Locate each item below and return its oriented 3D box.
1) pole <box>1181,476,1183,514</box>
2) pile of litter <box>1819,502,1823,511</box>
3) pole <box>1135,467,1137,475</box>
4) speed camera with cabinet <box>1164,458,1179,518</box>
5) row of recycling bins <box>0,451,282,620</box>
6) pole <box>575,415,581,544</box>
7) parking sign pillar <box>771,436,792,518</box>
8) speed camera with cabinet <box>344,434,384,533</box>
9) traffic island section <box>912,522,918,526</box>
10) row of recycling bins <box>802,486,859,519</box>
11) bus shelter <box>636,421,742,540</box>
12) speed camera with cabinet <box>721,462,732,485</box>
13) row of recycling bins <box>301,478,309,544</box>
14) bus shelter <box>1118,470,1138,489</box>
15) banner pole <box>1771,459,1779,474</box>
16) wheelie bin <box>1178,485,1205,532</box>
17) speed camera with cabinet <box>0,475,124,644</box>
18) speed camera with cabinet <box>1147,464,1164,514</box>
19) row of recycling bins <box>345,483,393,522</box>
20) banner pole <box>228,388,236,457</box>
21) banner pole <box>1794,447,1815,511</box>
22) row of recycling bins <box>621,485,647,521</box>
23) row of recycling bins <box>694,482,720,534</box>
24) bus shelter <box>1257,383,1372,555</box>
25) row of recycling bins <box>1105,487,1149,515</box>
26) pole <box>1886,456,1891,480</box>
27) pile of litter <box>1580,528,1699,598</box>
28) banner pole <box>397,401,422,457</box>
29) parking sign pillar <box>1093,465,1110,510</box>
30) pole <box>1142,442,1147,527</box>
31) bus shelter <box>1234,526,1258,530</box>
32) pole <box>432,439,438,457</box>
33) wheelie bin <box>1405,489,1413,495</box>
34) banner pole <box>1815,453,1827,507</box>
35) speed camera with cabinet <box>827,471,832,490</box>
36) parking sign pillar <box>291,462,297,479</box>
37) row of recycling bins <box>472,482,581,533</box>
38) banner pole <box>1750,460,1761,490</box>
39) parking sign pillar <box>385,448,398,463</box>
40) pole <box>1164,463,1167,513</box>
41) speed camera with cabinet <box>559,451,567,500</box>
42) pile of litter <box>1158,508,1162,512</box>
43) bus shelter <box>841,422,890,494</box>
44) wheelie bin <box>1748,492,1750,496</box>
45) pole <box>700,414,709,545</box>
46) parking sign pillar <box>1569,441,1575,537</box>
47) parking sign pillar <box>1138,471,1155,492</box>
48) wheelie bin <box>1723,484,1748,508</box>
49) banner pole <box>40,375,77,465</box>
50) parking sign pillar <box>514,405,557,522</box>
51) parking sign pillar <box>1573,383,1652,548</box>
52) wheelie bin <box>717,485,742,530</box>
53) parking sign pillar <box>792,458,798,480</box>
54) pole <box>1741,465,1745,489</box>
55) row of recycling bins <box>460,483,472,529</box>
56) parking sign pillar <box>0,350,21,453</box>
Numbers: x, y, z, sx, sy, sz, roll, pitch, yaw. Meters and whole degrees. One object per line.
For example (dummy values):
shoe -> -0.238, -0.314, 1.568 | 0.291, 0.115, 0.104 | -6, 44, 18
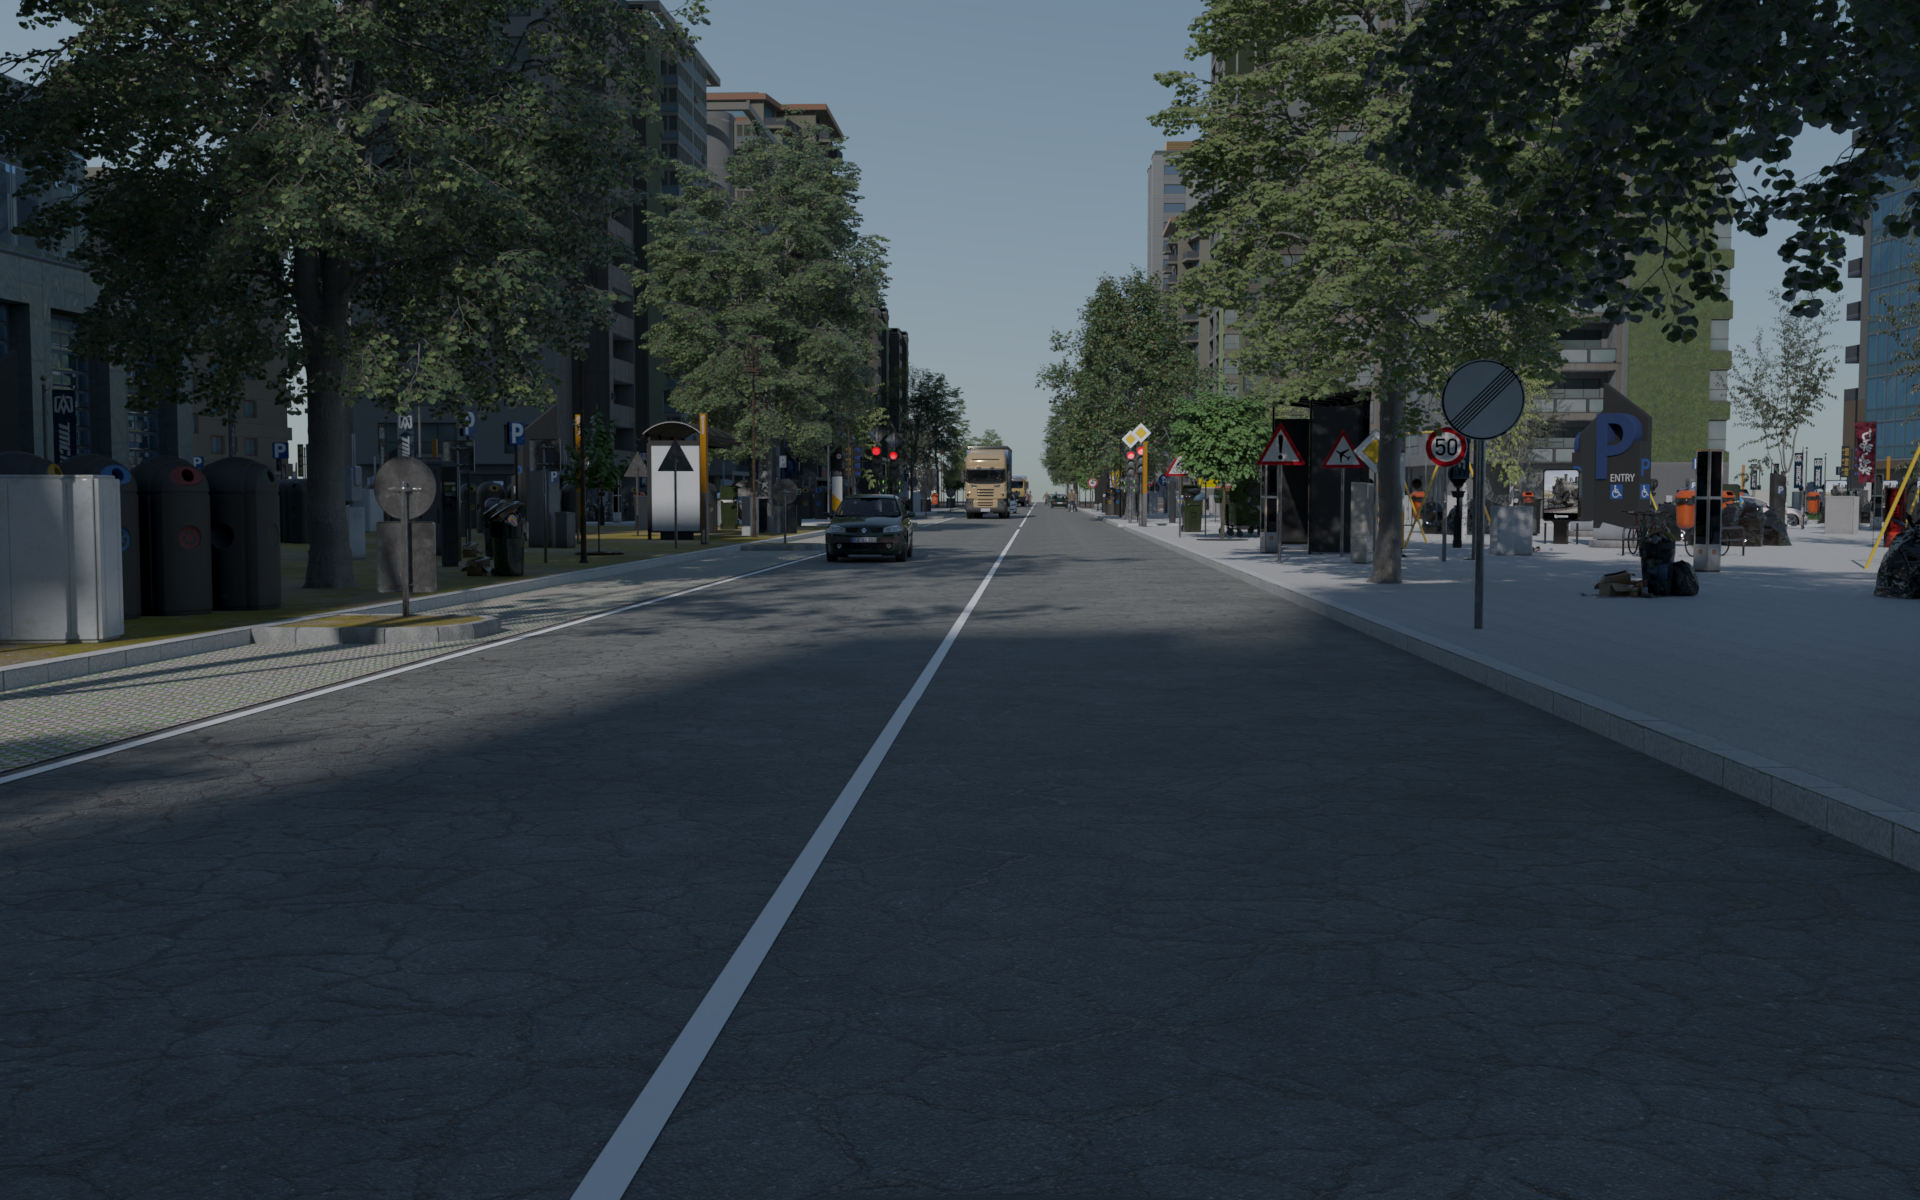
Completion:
pole -> 14.472, -7.298, 113.172 | 0.158, 3.312, 0.155 | 0, 3, 0
pile of litter -> 58.327, -6.326, 117.396 | 1.176, 0.858, 1.719 | -1, 4, -15
pole -> 11.722, -7.461, 115.830 | 0.158, 3.312, 0.155 | 0, 3, 0
speed camera with cabinet -> 11.650, -6.139, 94.707 | 0.660, 3.252, 2.038 | 0, 4, 5
row of recycling bins -> -8.652, -0.671, 18.079 | 1.069, 1.692, 3.534 | 2, 4, 24
pole -> -9.796, -3.105, 44.608 | 0.158, 3.312, 0.155 | 0, 3, 0
parking sign pillar -> -7.410, -4.805, 67.027 | 1.447, 3.967, 1.447 | 0, 4, 1
speed camera with cabinet -> -19.889, -3.858, 57.415 | 0.660, 3.252, 2.038 | 1, 4, 10
traffic island section -> -2.949, -3.345, 76.971 | 2.009, 0.180, 2.903 | 0, 4, 3
row of recycling bins -> -6.726, -4.986, 88.641 | 3.534, 1.692, 1.069 | 2, 4, 25
bus shelter -> -7.838, -3.472, 50.687 | 2.014, 3.302, 5.546 | 0, 4, 3
speed camera with cabinet -> -14.230, -6.887, 106.943 | 0.660, 3.252, 2.038 | -1, 4, -23
row of recycling bins -> -17.762, -2.387, 46.148 | 1.069, 1.692, 3.534 | -3, 4, -37
bus shelter -> 13.689, -9.911, 139.680 | 2.179, 5.291, 8.768 | 0, 4, 3
banner pole -> 58.348, -8.204, 124.147 | 0.401, 3.779, 0.863 | -2, 4, -27
wheelie bin -> 7.840, -3.082, 58.304 | 0.980, 1.594, 0.693 | 0, 4, -5
speed camera with cabinet -> -8.425, -1.262, 14.965 | 2.038, 3.252, 0.660 | 0, 4, -7
speed camera with cabinet -> 12.766, -7.289, 113.512 | 0.660, 3.252, 2.038 | -2, 4, -27
row of recycling bins -> -22.919, -3.634, 66.533 | 1.069, 1.692, 3.534 | 3, 5, 41
banner pole -> -14.582, -2.735, 34.730 | 0.401, 3.779, 0.863 | -2, 4, -31
banner pole -> 44.706, -6.239, 92.017 | 0.401, 3.779, 0.863 | -3, 5, -43
row of recycling bins -> -14.393, -4.628, 82.782 | 3.534, 1.692, 1.069 | -1, 4, -10
row of recycling bins -> -8.635, -3.086, 57.570 | 1.069, 1.692, 3.534 | -1, 4, -15
bus shelter -> 8.062, -2.967, 39.786 | 1.731, 3.624, 6.357 | 0, 4, 3
row of recycling bins -> 10.024, -5.949, 104.375 | 1.069, 1.692, 3.534 | -2, 4, -33
pole -> 50.323, -6.122, 93.930 | 0.158, 3.312, 0.155 | 0, 3, 0
pile of litter -> 8.594, -0.486, 21.905 | 1.719, 0.858, 1.176 | -1, 4, -11
banner pole -> -14.495, -3.413, 45.814 | 0.863, 3.779, 0.401 | -3, 5, -41
parking sign pillar -> 11.650, -9.373, 141.725 | 1.447, 3.967, 1.447 | 3, 5, 42
pole -> 7.206, -4.508, 67.547 | 0.158, 3.312, 0.155 | 0, 3, 0
bus shelter -> 10.272, -4.016, 59.581 | 2.014, 3.302, 5.546 | 0, 4, 3
pole -> -19.442, -4.304, 64.219 | 0.158, 3.312, 0.155 | 0, 3, 0
wheelie bin -> 27.602, -6.040, 106.662 | 0.693, 1.594, 0.980 | 2, 4, 35
banner pole -> 52.515, -7.075, 105.686 | 0.863, 3.779, 0.401 | 1, 4, 22
speed camera with cabinet -> -11.475, -9.552, 150.515 | 0.660, 3.252, 2.038 | 2, 4, 27
parking sign pillar -> -56.318, -9.673, 146.627 | 1.447, 3.967, 1.447 | -1, 4, -19
row of recycling bins -> -14.180, -3.068, 57.271 | 3.534, 1.692, 1.069 | -1, 4, -11
banner pole -> 58.165, -8.352, 126.568 | 0.863, 3.779, 0.401 | 3, 4, 39
parking sign pillar -> -28.065, -5.989, 86.389 | 1.447, 3.967, 1.447 | 0, 4, 1
pole -> 13.679, -7.425, 115.245 | 0.158, 3.312, 0.155 | 0, 3, 0
speed camera with cabinet -> -16.350, -4.545, 68.638 | 2.038, 3.252, 0.660 | 0, 4, 0
pile of litter -> 13.999, -6.829, 125.627 | 1.719, 0.858, 1.176 | -2, 4, -28
bus shelter -> -5.365, -7.421, 98.972 | 2.179, 5.291, 8.768 | 0, 4, 3
wheelie bin -> 49.464, -6.210, 109.433 | 0.693, 1.594, 0.980 | -2, 4, -26
pole -> -6.500, -3.070, 44.033 | 0.158, 3.312, 0.155 | 0, 3, 0
parking sign pillar -> 19.080, -3.910, 52.395 | 1.447, 3.967, 1.447 | -2, 4, -34
parking sign pillar -> 14.194, -8.770, 131.860 | 1.447, 3.967, 1.447 | -1, 4, -11
wheelie bin -> 23.918, -2.824, 54.076 | 0.980, 1.594, 0.693 | 1, 4, 18
banner pole -> -19.036, -2.845, 36.537 | 0.863, 3.779, 0.401 | -1, 4, -8
parking sign pillar -> -12.690, -3.876, 51.837 | 1.447, 3.967, 1.447 | 3, 4, 38
parking sign pillar -> 15.847, -3.239, 41.430 | 1.447, 3.967, 1.447 | -2, 4, -31
wheelie bin -> -8.396, -3.357, 62.798 | 0.980, 1.594, 0.693 | 0, 4, -5
parking sign pillar -> -9.782, -6.768, 99.123 | 1.447, 3.967, 1.447 | -2, 4, -35
pole -> 54.404, -7.738, 120.351 | 0.158, 3.312, 0.155 | 0, 3, 0
row of recycling bins -> -16.929, -3.509, 64.478 | 3.534, 1.692, 1.069 | 0, 4, 2
parking sign pillar -> -17.966, -2.655, 31.875 | 1.447, 3.967, 1.447 | 1, 4, 17
